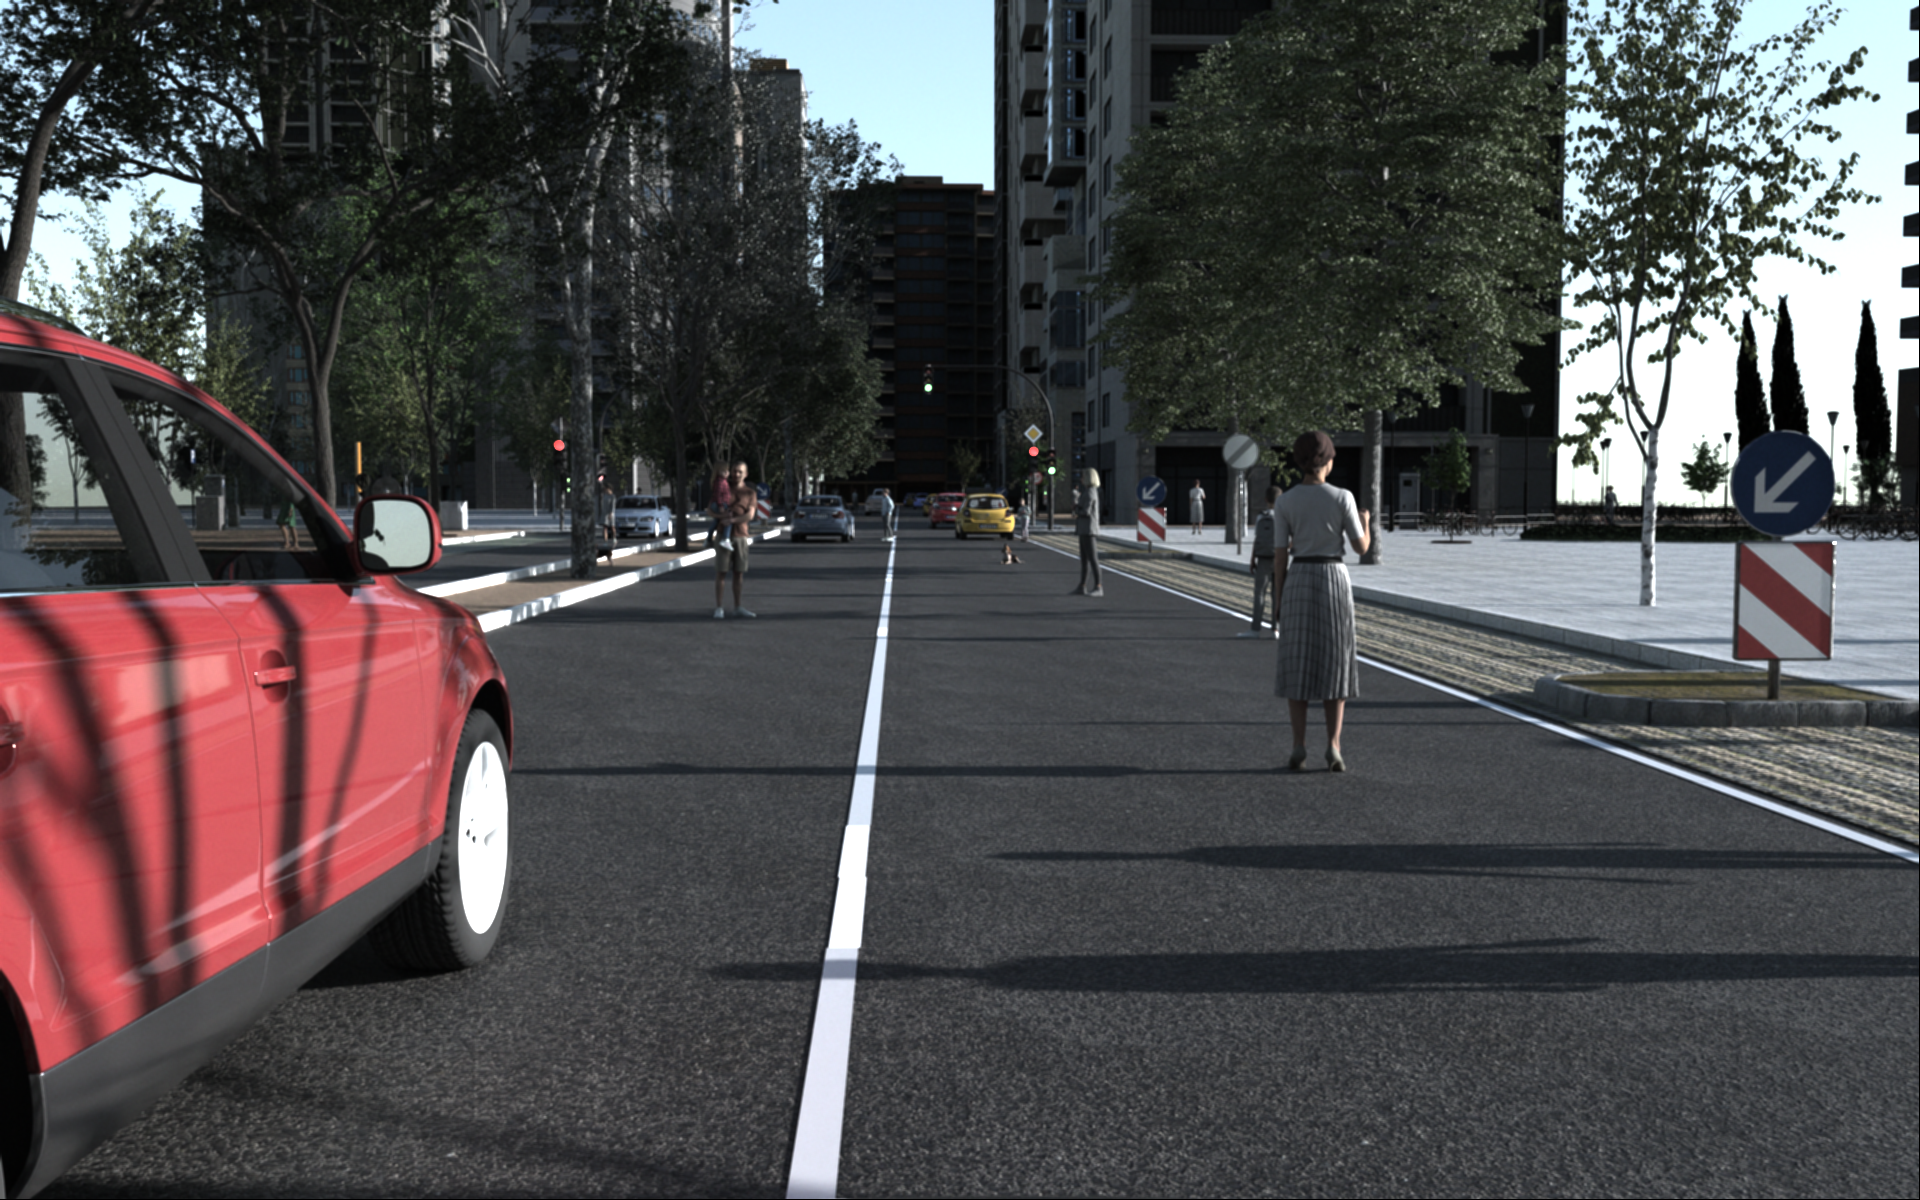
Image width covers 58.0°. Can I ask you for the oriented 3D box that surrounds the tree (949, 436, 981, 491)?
[{"bbox_3d":[0.617,-16.549,220.932,4.737,8.622,4.395,0,3,0],"label":"tree"}]

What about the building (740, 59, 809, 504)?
[{"bbox_3d":[-35.064,-42.550,237.699,28.212,58.520,21.231,0,4,-2],"label":"building"}]

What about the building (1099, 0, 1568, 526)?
[{"bbox_3d":[17.051,-39.162,78.546,20.611,71.187,20.563,0,4,-2],"label":"building"}]

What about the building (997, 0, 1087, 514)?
[{"bbox_3d":[14.746,-49.613,123.837,22.319,86.520,31.000,0,4,-2],"label":"building"}]

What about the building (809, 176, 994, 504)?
[{"bbox_3d":[-6.397,-35.869,241.085,28.867,44.769,22.147,0,4,-2],"label":"building"}]

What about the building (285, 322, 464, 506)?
[{"bbox_3d":[-59.344,-21.881,202.794,28.899,21.520,27.650,0,4,-2],"label":"building"}]

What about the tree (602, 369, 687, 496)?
[{"bbox_3d":[-17.798,-9.100,99.142,4.737,8.622,4.395,0,3,0],"label":"tree"}]

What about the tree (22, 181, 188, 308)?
[{"bbox_3d":[-19.298,-5.479,39.945,4.737,8.622,4.395,0,3,0],"label":"tree"}]

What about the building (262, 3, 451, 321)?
[{"bbox_3d":[-81.259,-48.778,235.768,20.611,71.187,20.563,0,4,-2],"label":"building"}]

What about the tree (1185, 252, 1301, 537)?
[{"bbox_3d":[8.510,-6.172,51.268,4.737,8.622,4.395,0,3,0],"label":"tree"}]

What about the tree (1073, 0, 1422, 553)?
[{"bbox_3d":[6.627,-7.704,44.084,7.486,12.596,7.792,0,3,0],"label":"tree"}]

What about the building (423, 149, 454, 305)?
[{"bbox_3d":[-60.005,-37.607,238.573,21.600,48.544,21.300,0,4,-2],"label":"building"}]

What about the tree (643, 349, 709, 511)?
[{"bbox_3d":[-19.528,-13.005,129.635,9.611,12.733,9.660,0,3,0],"label":"tree"}]

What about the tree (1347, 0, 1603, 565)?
[{"bbox_3d":[7.682,-6.893,30.822,7.486,12.596,7.792,0,3,0],"label":"tree"}]

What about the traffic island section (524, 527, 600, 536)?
[{"bbox_3d":[-14.004,-2.359,60.845,2.009,0.180,2.903,0,4,-2],"label":"traffic island section"}]

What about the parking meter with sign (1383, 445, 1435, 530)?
[{"bbox_3d":[16.149,-4.039,62.297,1.738,3.016,0.543,1,4,12],"label":"parking meter with sign"}]

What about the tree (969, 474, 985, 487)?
[{"bbox_3d":[1.921,-10.697,169.493,1.663,3.219,1.824,0,3,0],"label":"tree"}]

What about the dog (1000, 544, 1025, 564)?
[{"bbox_3d":[1.103,-0.959,35.880,0.748,0.427,0.550,-1,4,-23],"label":"dog"}]

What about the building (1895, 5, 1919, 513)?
[{"bbox_3d":[53.745,-26.174,78.060,14.200,45.320,14.600,0,4,-2],"label":"building"}]

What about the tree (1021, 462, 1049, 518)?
[{"bbox_3d":[4.171,-6.151,95.173,1.663,3.219,1.824,0,3,0],"label":"tree"}]

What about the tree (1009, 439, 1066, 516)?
[{"bbox_3d":[4.342,-7.076,99.409,4.285,4.588,4.351,0,3,0],"label":"tree"}]

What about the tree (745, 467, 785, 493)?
[{"bbox_3d":[-20.029,-11.687,174.792,4.285,4.588,4.351,0,3,0],"label":"tree"}]

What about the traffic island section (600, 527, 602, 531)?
[{"bbox_3d":[-14.281,-2.847,68.825,2.009,0.180,2.903,0,4,-2],"label":"traffic island section"}]

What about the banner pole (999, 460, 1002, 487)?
[{"bbox_3d":[2.960,-8.345,126.455,0.401,3.779,0.863,1,4,21],"label":"banner pole"}]

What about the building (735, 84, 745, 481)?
[{"bbox_3d":[-29.814,-32.294,178.121,14.600,45.320,14.200,0,4,-2],"label":"building"}]

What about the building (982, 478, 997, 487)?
[{"bbox_3d":[18.711,-30.168,185.134,32.217,40.220,23.993,0,4,-2],"label":"building"}]

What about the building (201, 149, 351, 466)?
[{"bbox_3d":[-81.061,-32.092,208.302,14.086,41.232,14.154,0,4,-2],"label":"building"}]

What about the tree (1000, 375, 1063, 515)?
[{"bbox_3d":[4.294,-9.610,107.493,4.360,8.622,3.978,0,3,0],"label":"tree"}]

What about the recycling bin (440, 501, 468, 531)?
[{"bbox_3d":[-17.859,-2.971,61.123,0.722,1.027,0.722,0,4,6],"label":"recycling bin"}]

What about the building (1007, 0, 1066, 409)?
[{"bbox_3d":[18.523,-34.798,158.192,28.713,52.752,27.495,0,4,-2],"label":"building"}]

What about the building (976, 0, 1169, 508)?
[{"bbox_3d":[12.611,-46.995,206.613,20.563,71.187,20.611,0,4,-2],"label":"building"}]

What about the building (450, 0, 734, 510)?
[{"bbox_3d":[-32.168,-37.578,156.407,21.231,58.520,28.212,0,4,-2],"label":"building"}]

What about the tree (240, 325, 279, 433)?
[{"bbox_3d":[-22.964,-6.114,50.319,4.737,8.622,4.395,0,3,0],"label":"tree"}]

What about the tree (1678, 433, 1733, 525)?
[{"bbox_3d":[23.752,-3.721,55.436,1.663,3.219,1.824,0,3,0],"label":"tree"}]

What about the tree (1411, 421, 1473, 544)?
[{"bbox_3d":[12.977,-3.109,45.427,1.663,3.219,1.824,0,3,0],"label":"tree"}]

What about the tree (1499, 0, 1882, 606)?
[{"bbox_3d":[8.112,-4.252,19.878,4.737,8.622,4.395,0,3,0],"label":"tree"}]

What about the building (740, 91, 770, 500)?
[{"bbox_3d":[-34.060,-35.579,205.425,21.600,48.544,21.300,0,4,-2],"label":"building"}]

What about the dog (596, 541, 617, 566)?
[{"bbox_3d":[-7.073,-0.915,34.255,0.406,0.507,0.540,1,4,14],"label":"dog"}]

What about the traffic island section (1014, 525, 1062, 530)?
[{"bbox_3d":[2.950,-2.883,69.416,2.009,0.180,2.903,0,4,-2],"label":"traffic island section"}]

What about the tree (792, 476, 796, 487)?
[{"bbox_3d":[-21.084,-13.580,205.750,4.285,4.588,4.351,0,3,0],"label":"tree"}]

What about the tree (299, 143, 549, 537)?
[{"bbox_3d":[-16.027,-7.738,52.268,9.928,11.665,9.643,0,3,0],"label":"tree"}]

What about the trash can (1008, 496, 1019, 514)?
[{"bbox_3d":[3.438,-6.086,111.166,0.748,1.137,0.748,0,3,0],"label":"trash can"}]

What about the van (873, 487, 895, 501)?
[{"bbox_3d":[-6.177,-8.019,138.122,2.013,2.044,4.112,0,4,-1],"label":"van"}]

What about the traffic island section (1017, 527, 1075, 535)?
[{"bbox_3d":[3.227,-2.395,61.436,2.009,0.180,2.903,0,4,-2],"label":"traffic island section"}]

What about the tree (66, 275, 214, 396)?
[{"bbox_3d":[-28.067,-6.551,57.472,4.360,8.622,3.978,0,3,0],"label":"tree"}]
